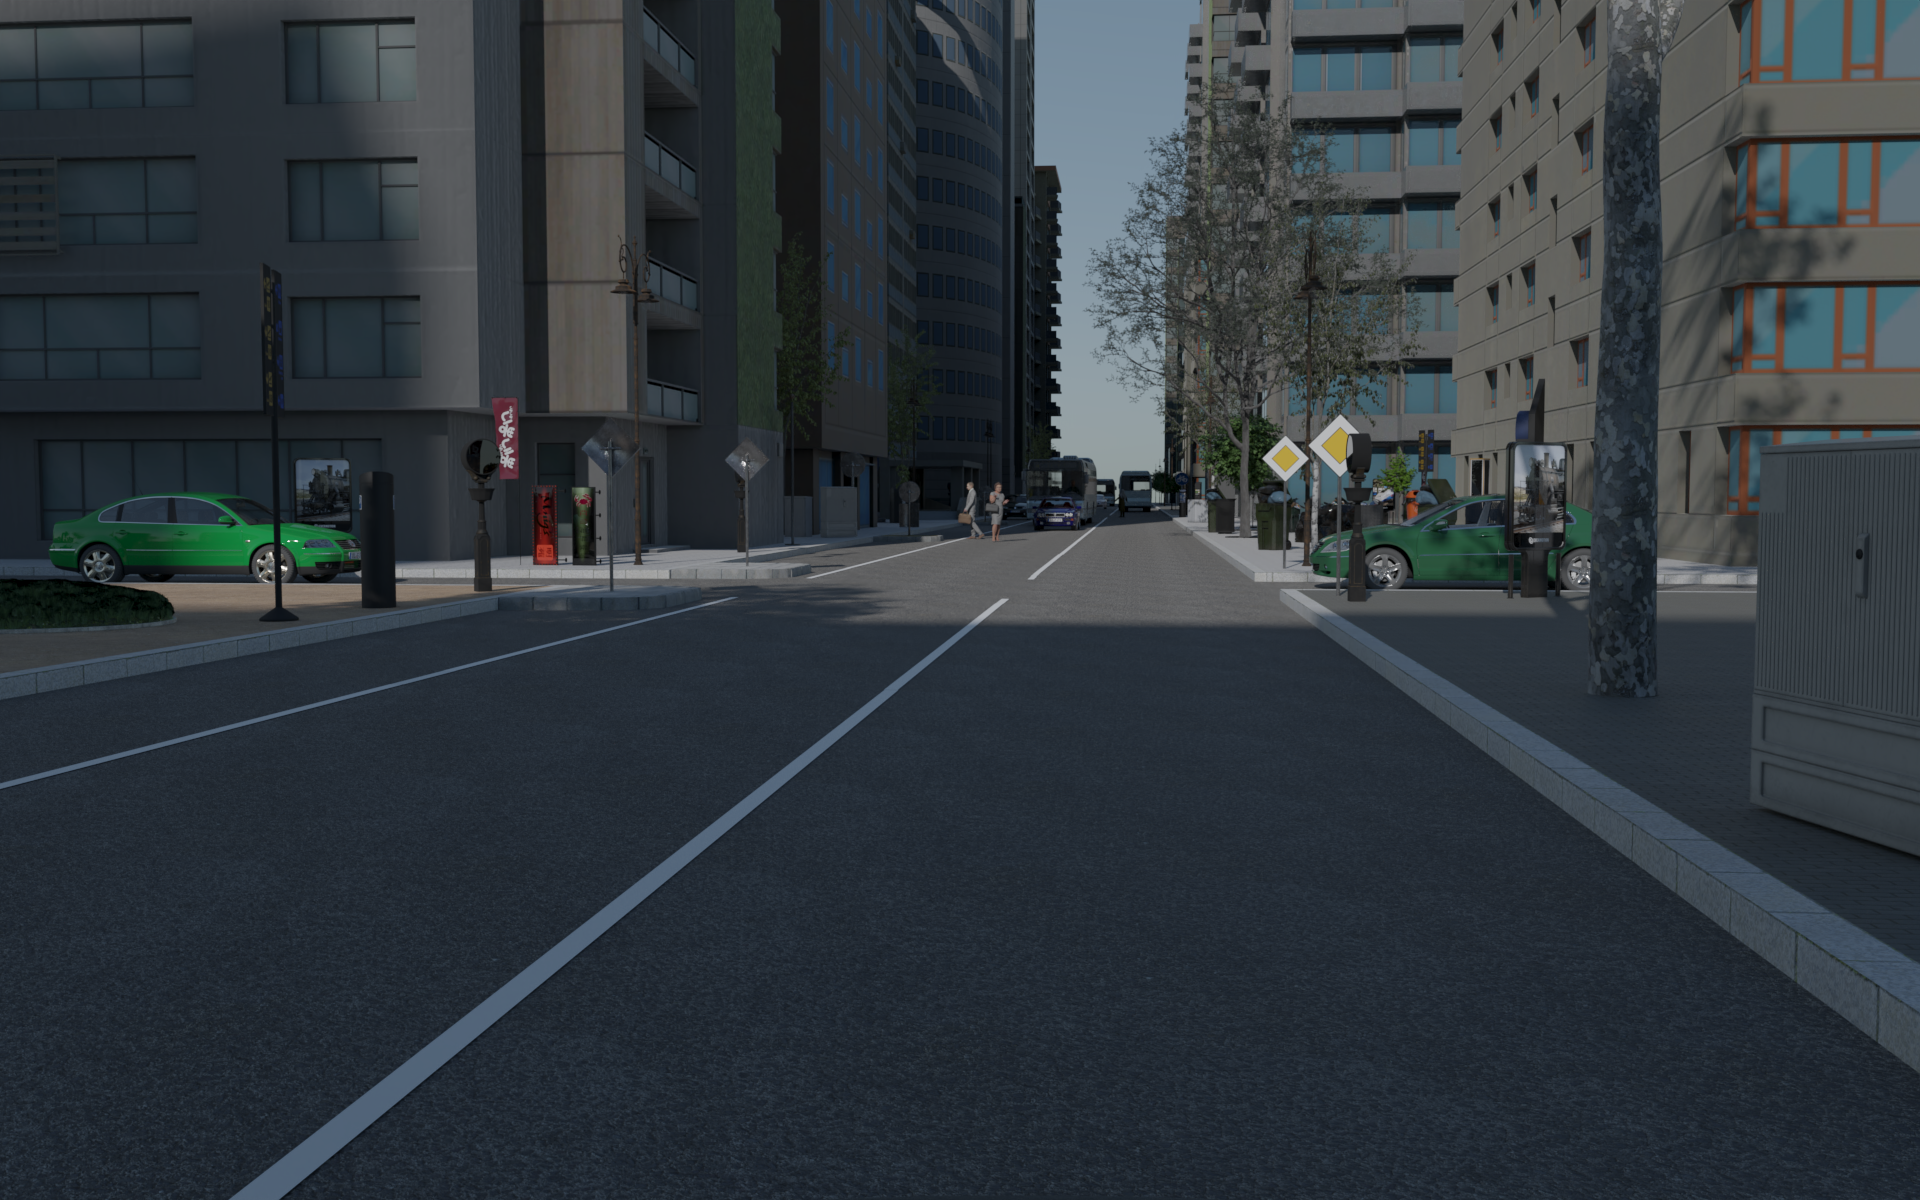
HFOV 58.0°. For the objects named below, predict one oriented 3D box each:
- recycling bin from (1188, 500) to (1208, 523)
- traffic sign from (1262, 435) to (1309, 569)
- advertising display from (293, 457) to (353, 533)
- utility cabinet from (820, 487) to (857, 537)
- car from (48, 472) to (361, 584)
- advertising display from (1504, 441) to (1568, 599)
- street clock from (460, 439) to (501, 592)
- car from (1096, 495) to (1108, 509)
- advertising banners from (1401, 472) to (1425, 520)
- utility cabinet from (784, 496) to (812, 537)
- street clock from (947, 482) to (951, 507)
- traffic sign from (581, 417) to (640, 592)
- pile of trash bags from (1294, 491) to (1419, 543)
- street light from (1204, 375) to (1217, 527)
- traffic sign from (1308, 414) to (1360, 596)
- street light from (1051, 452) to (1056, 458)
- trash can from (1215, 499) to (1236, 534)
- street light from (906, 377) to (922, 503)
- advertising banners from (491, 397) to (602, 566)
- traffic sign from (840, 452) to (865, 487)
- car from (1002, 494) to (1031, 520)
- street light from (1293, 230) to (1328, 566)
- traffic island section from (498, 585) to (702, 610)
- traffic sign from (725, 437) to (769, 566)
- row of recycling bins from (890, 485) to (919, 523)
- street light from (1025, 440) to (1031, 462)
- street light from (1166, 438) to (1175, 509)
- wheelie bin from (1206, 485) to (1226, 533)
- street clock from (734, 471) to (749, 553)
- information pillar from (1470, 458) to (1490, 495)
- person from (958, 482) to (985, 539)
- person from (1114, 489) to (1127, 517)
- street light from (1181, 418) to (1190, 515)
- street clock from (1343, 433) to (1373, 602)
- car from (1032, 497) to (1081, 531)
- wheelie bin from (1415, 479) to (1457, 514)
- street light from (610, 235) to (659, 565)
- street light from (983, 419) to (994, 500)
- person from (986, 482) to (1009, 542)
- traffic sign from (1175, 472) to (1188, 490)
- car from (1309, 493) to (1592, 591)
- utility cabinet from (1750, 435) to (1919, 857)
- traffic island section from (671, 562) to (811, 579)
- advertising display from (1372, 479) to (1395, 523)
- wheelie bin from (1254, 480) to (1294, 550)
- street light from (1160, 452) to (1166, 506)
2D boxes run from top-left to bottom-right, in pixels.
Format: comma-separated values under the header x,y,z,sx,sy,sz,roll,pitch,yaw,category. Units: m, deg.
x,y,z,sx,sy,sz,roll,pitch,yaw,category
10.744,-4.007,78.073,0.722,1.027,0.722,-1,4,-22,recycling bin
5.572,-1.594,29.710,0.795,2.450,0.064,0,4,6,traffic sign
-11.300,-1.561,30.732,0.974,1.923,0.123,-2,4,-30,advertising display
-3.573,-2.600,51.194,1.173,1.500,0.318,-3,5,-43,utility cabinet
-11.778,-1.130,27.269,4.718,1.807,1.959,0,4,4,car
7.129,-0.993,21.450,0.974,1.923,0.123,-2,4,-31,advertising display
-6.284,-1.113,22.761,0.471,2.002,0.358,-2,4,-33,street clock
13.250,-9.482,167.392,2.083,1.381,4.827,0,4,4,car
16.501,-4.074,62.805,0.090,3.025,2.074,-1,4,-10,advertising banners
-4.846,-2.496,51.963,0.306,1.237,1.020,-3,5,-43,utility cabinet
-0.600,-6.200,105.938,0.358,2.002,0.471,1,4,21,street clock
-4.582,-1.168,22.735,0.795,2.450,0.064,0,4,6,traffic sign
10.656,-2.197,45.673,3.447,1.369,1.912,0,4,-5,pile of trash bags
9.718,-5.778,67.259,0.468,5.910,1.993,0,4,6,street light
4.762,-1.108,21.766,0.795,2.450,0.064,0,4,6,traffic sign
10.423,-13.281,189.936,0.468,5.910,1.993,0,4,6,street light
8.518,-2.689,55.623,0.748,1.137,0.748,0,3,0,trash can
-1.818,-5.851,68.456,0.468,5.910,1.993,0,4,6,street light
-7.435,-2.135,31.096,2.074,3.025,0.090,1,4,13,advertising banners
-3.260,-3.212,52.626,0.768,2.556,0.104,0,4,6,traffic sign
3.177,-5.333,96.980,2.009,1.686,4.222,0,4,4,car
6.165,-3.537,30.623,0.468,5.910,1.993,0,4,6,street light
-4.606,-0.032,22.799,2.009,0.180,2.903,0,4,6,traffic island section
-3.772,-1.654,30.679,0.795,2.450,0.064,0,4,6,traffic sign
-2.533,-4.329,77.888,1.069,1.692,3.534,1,4,8,row of recycling bins
5.721,-10.496,144.397,0.468,5.910,1.993,0,4,6,street light
17.580,-10.447,143.591,0.468,5.910,1.993,0,4,6,street light
8.517,-3.042,57.648,0.693,1.594,0.980,0,4,7,wheelie bin
-4.787,-2.044,37.985,0.358,2.002,0.471,-1,4,-17,street clock
10.734,-1.915,35.796,0.304,2.012,0.304,3,5,41,information pillar
0.359,-2.834,54.951,0.853,1.813,0.709,0,4,-2,person
9.973,-5.992,107.198,0.721,1.736,1.217,3,5,44,person
13.811,-8.190,106.692,0.468,5.910,1.993,0,4,6,street light
4.743,-0.984,20.656,0.358,2.002,0.471,0,4,2,street clock
3.875,-3.446,68.915,1.945,1.354,3.894,0,4,6,car
9.759,-1.689,35.525,0.980,1.594,0.693,-3,4,-38,wheelie bin
-5.816,-3.569,31.144,0.468,5.910,1.993,0,4,6,street light
1.913,-8.223,107.226,0.468,5.910,1.993,0,4,6,street light
1.093,-2.620,51.690,0.716,1.782,0.532,-2,4,-33,person
12.980,-6.194,101.371,0.768,2.556,0.104,0,4,6,traffic sign
7.731,-0.863,25.914,4.920,1.459,2.131,0,4,7,car
3.422,0.136,6.458,0.318,1.500,1.173,0,4,-6,utility cabinet
-3.796,-0.518,30.743,2.009,0.180,2.903,0,4,6,traffic island section
17.594,-4.079,71.908,0.974,1.923,0.123,3,4,38,advertising display
7.184,-1.941,39.638,0.693,1.594,0.980,-3,4,-37,wheelie bin
21.316,-12.686,180.208,0.468,5.910,1.993,0,4,6,street light
